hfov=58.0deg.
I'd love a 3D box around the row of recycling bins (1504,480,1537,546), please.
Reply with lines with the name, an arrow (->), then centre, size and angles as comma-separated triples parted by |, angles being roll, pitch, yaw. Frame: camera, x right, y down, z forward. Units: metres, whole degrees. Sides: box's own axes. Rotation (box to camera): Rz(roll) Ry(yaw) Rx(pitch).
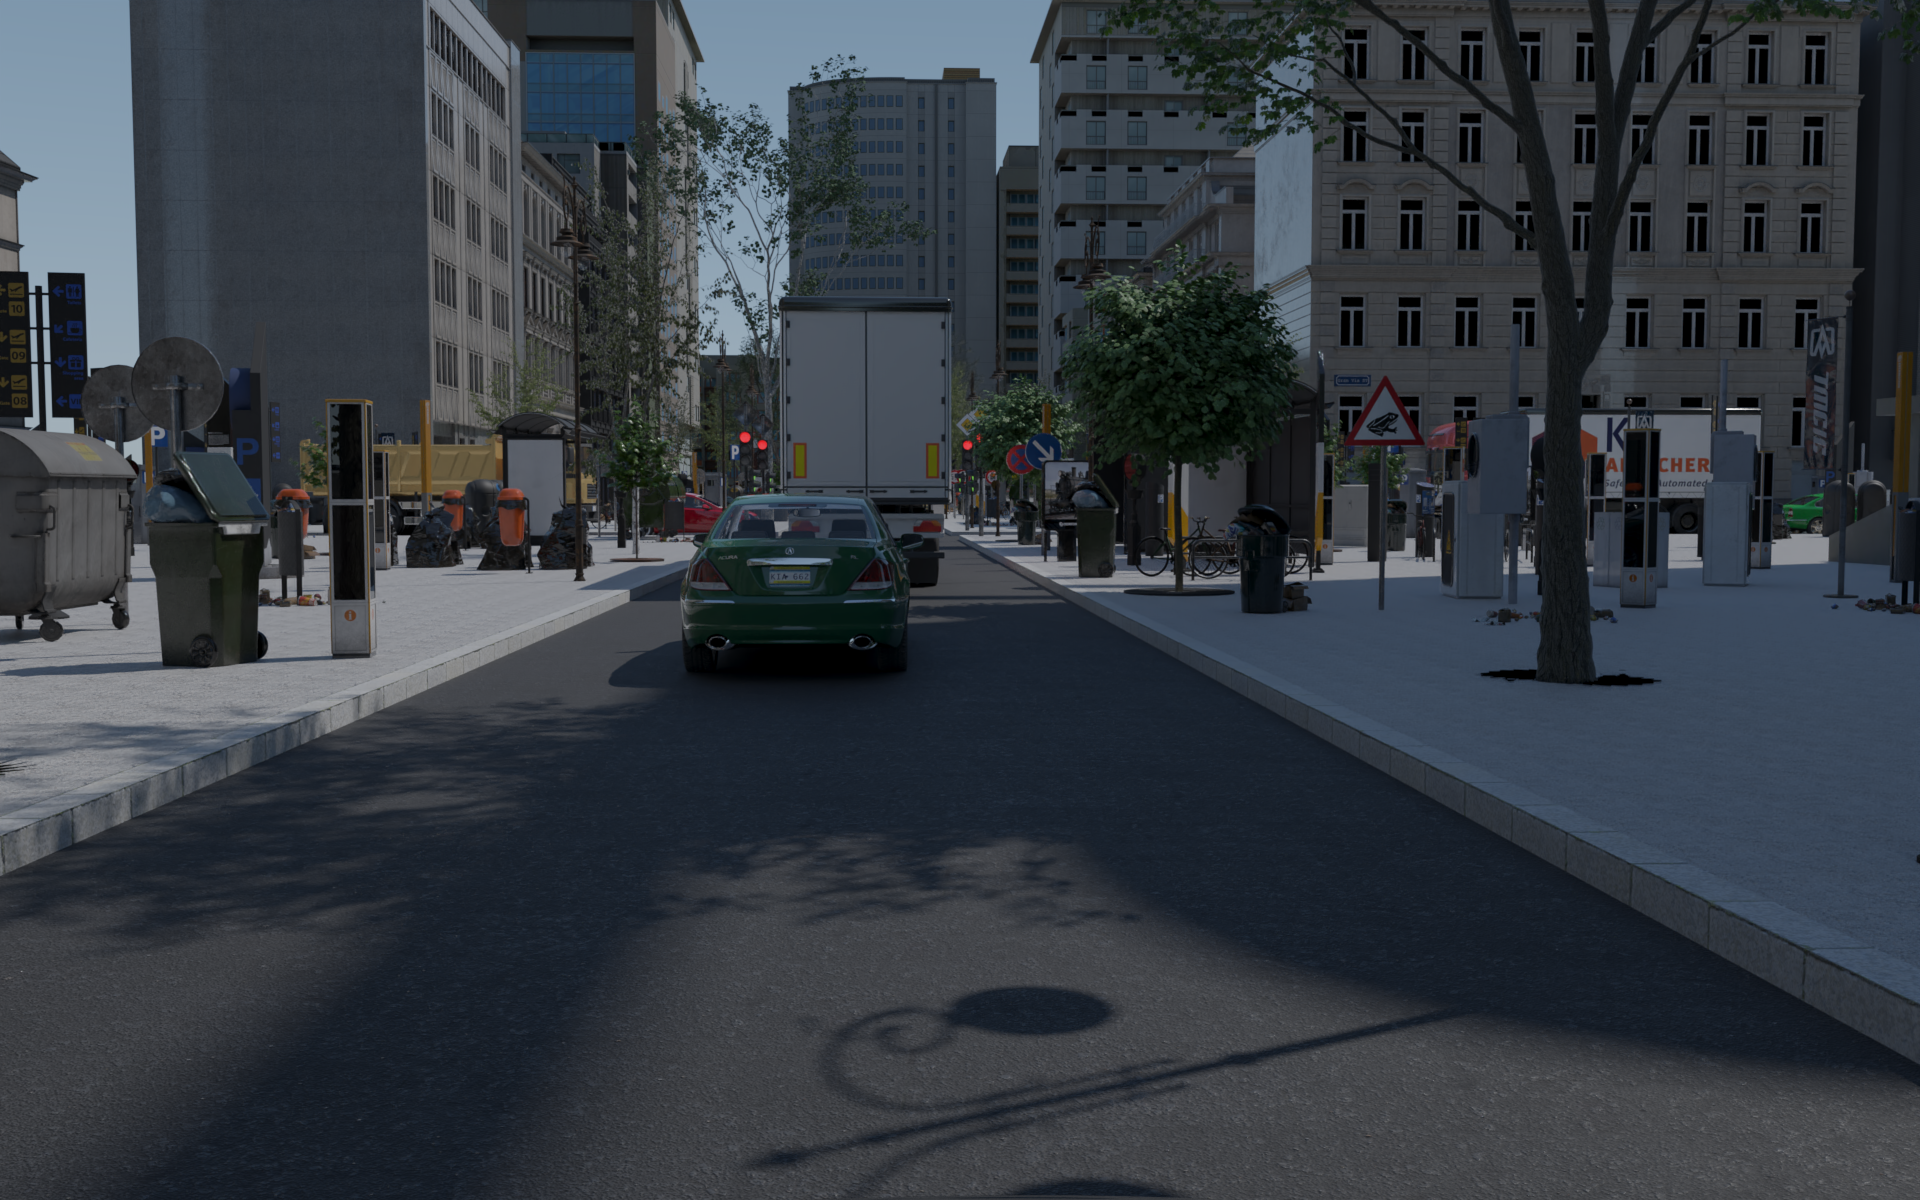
row of recycling bins -> 14.435, -2.264, 44.130 | 1.069, 1.692, 3.534 | 2, 4, 25

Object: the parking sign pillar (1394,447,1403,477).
parking sign pillar -> 17.070, -4.936, 69.178 | 1.447, 3.967, 1.447 | -2, 4, -32

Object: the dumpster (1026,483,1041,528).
dumpster -> 3.418, -3.839, 65.258 | 1.502, 2.255, 1.985 | 0, 4, -3

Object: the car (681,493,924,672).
car -> -1.373, -0.220, 15.401 | 2.131, 1.459, 4.920 | 0, 4, -2

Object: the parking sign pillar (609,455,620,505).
parking sign pillar -> -19.767, -6.835, 100.219 | 1.447, 3.967, 1.447 | -3, 5, -44

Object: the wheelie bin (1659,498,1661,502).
wheelie bin -> 19.880, -2.598, 50.391 | 0.980, 1.594, 0.693 | -3, 4, -39

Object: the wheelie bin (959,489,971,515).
wheelie bin -> 0.382, -5.939, 105.018 | 0.980, 1.594, 0.693 | -1, 4, -17

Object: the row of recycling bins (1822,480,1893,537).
row of recycling bins -> 27.660, -2.721, 51.596 | 3.534, 1.692, 1.069 | 1, 4, 10

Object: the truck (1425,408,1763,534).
truck -> 20.634, -4.214, 57.819 | 11.283, 4.237, 2.839 | 0, 4, -2

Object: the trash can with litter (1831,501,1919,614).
trash can with litter -> 10.557, -0.497, 19.176 | 1.678, 1.210, 2.233 | 1, 4, 16

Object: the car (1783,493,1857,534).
car -> 29.390, -2.977, 57.473 | 4.718, 1.807, 1.959 | 0, 4, -1

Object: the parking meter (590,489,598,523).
parking meter -> -16.253, -4.194, 76.982 | 0.372, 1.533, 0.369 | 0, 3, 0

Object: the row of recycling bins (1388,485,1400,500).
row of recycling bins -> 16.560, -3.321, 61.413 | 3.534, 1.692, 1.069 | -1, 4, -10

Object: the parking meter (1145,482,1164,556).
parking meter -> 4.024, -1.676, 35.806 | 0.372, 1.533, 0.369 | 0, 3, 0

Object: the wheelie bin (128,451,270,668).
wheelie bin -> -5.699, -0.314, 13.048 | 0.693, 1.594, 0.980 | 1, 4, 13

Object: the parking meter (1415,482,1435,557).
parking meter -> 9.459, -1.640, 35.224 | 0.372, 1.533, 0.369 | 0, 3, 0

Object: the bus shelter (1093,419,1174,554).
bus shelter -> 3.838, -2.971, 39.857 | 1.731, 3.624, 6.357 | 0, 4, -3

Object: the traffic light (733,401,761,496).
traffic light -> -6.427, -3.869, 52.175 | 0.839, 4.253, 0.868 | 0, 4, -3

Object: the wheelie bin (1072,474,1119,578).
wheelie bin -> 2.094, -1.153, 26.756 | 0.693, 1.594, 0.980 | 1, 4, 9

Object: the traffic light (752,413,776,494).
traffic light -> -6.818, -4.357, 60.150 | 0.839, 4.253, 0.868 | 0, 4, -3

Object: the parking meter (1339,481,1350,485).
parking meter -> 15.861, -4.018, 71.408 | 0.399, 1.863, 0.255 | 3, 5, 40

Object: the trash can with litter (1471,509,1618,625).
trash can with litter -> 5.921, -0.409, 17.750 | 2.233, 1.210, 1.678 | -3, 4, -38

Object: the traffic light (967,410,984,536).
traffic light -> 0.625, -3.891, 52.535 | 0.839, 4.253, 0.868 | 0, 4, -3

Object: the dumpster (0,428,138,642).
dumpster -> -8.433, -0.605, 15.652 | 1.264, 1.857, 1.865 | 0, 4, -3

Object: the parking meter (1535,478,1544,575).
parking meter -> 9.314, -1.163, 27.424 | 0.372, 1.533, 0.369 | 0, 3, 0

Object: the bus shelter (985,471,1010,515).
bus shelter -> 2.429, -6.958, 107.686 | 2.014, 3.302, 5.546 | 0, 4, -3

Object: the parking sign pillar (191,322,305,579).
parking sign pillar -> -10.862, -2.328, 26.540 | 1.447, 3.967, 1.447 | -1, 4, -17

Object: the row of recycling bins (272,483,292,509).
row of recycling bins -> -27.533, -3.657, 66.904 | 3.534, 1.692, 1.069 | 0, 4, -3

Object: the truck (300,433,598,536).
truck -> -15.846, -3.652, 55.640 | 9.791, 3.379, 3.469 | 0, 4, -1

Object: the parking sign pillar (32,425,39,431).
parking sign pillar -> -35.450, -4.721, 65.661 | 1.447, 3.967, 1.447 | 2, 4, 26

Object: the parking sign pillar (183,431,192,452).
parking sign pillar -> -31.487, -5.103, 71.913 | 1.447, 3.967, 1.447 | -2, 4, -30

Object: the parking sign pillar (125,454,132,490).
parking sign pillar -> -56.192, -7.810, 116.166 | 1.447, 3.967, 1.447 | 2, 4, 27

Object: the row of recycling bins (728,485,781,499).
row of recycling bins -> -9.518, -4.555, 81.582 | 3.534, 1.692, 1.069 | 2, 4, 35

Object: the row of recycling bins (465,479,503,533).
row of recycling bins -> -13.298, -2.569, 49.114 | 1.069, 1.692, 3.534 | 0, 4, -2

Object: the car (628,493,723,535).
car -> -8.564, -2.819, 55.133 | 4.494, 1.783, 2.155 | 0, 4, -3

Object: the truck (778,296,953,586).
truck -> -1.741, -2.527, 30.235 | 2.839, 4.237, 11.283 | 0, 4, -4

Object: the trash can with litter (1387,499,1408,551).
trash can with litter -> 9.790, -1.699, 39.161 | 0.624, 1.170, 1.055 | 1, 4, 12

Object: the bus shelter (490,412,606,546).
bus shelter -> -10.687, -3.148, 45.389 | 2.014, 3.302, 5.546 | 0, 4, -3

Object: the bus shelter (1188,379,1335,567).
bus shelter -> 5.318, -2.368, 32.644 | 2.014, 3.302, 5.546 | 0, 4, -3

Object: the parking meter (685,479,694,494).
parking meter -> -9.804, -3.477, 62.559 | 0.399, 1.863, 0.255 | -1, 4, -19

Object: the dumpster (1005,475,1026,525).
dumpster -> 2.746, -4.336, 73.379 | 1.502, 2.255, 1.985 | 0, 4, -3

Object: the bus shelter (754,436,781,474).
bus shelter -> -12.126, -8.157, 111.003 | 2.179, 5.291, 8.768 | 0, 4, -3

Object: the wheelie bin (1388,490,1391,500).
wheelie bin -> 12.786, -2.765, 53.121 | 0.980, 1.594, 0.693 | 3, 5, 44

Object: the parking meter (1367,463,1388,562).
parking meter -> 7.938, -1.663, 32.909 | 0.255, 1.863, 0.399 | 3, 4, 38

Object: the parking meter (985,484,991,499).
parking meter -> 1.592, -5.821, 100.890 | 0.255, 1.863, 0.399 | -3, 5, -42

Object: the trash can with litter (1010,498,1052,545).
trash can with litter -> 1.808, -1.977, 43.712 | 0.624, 1.170, 1.055 | 3, 5, 45

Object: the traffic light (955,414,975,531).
traffic light -> 0.234, -4.379, 60.511 | 0.839, 4.253, 0.868 | 0, 4, -3

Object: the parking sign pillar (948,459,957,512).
parking sign pillar -> -0.930, -8.506, 127.550 | 1.447, 3.967, 1.447 | -2, 4, -24

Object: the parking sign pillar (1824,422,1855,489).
parking sign pillar -> 32.607, -4.635, 64.255 | 1.447, 3.967, 1.447 | -3, 4, -37

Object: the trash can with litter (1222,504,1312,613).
trash can with litter -> 3.381, -0.460, 18.905 | 0.624, 1.170, 1.055 | 3, 5, 40
